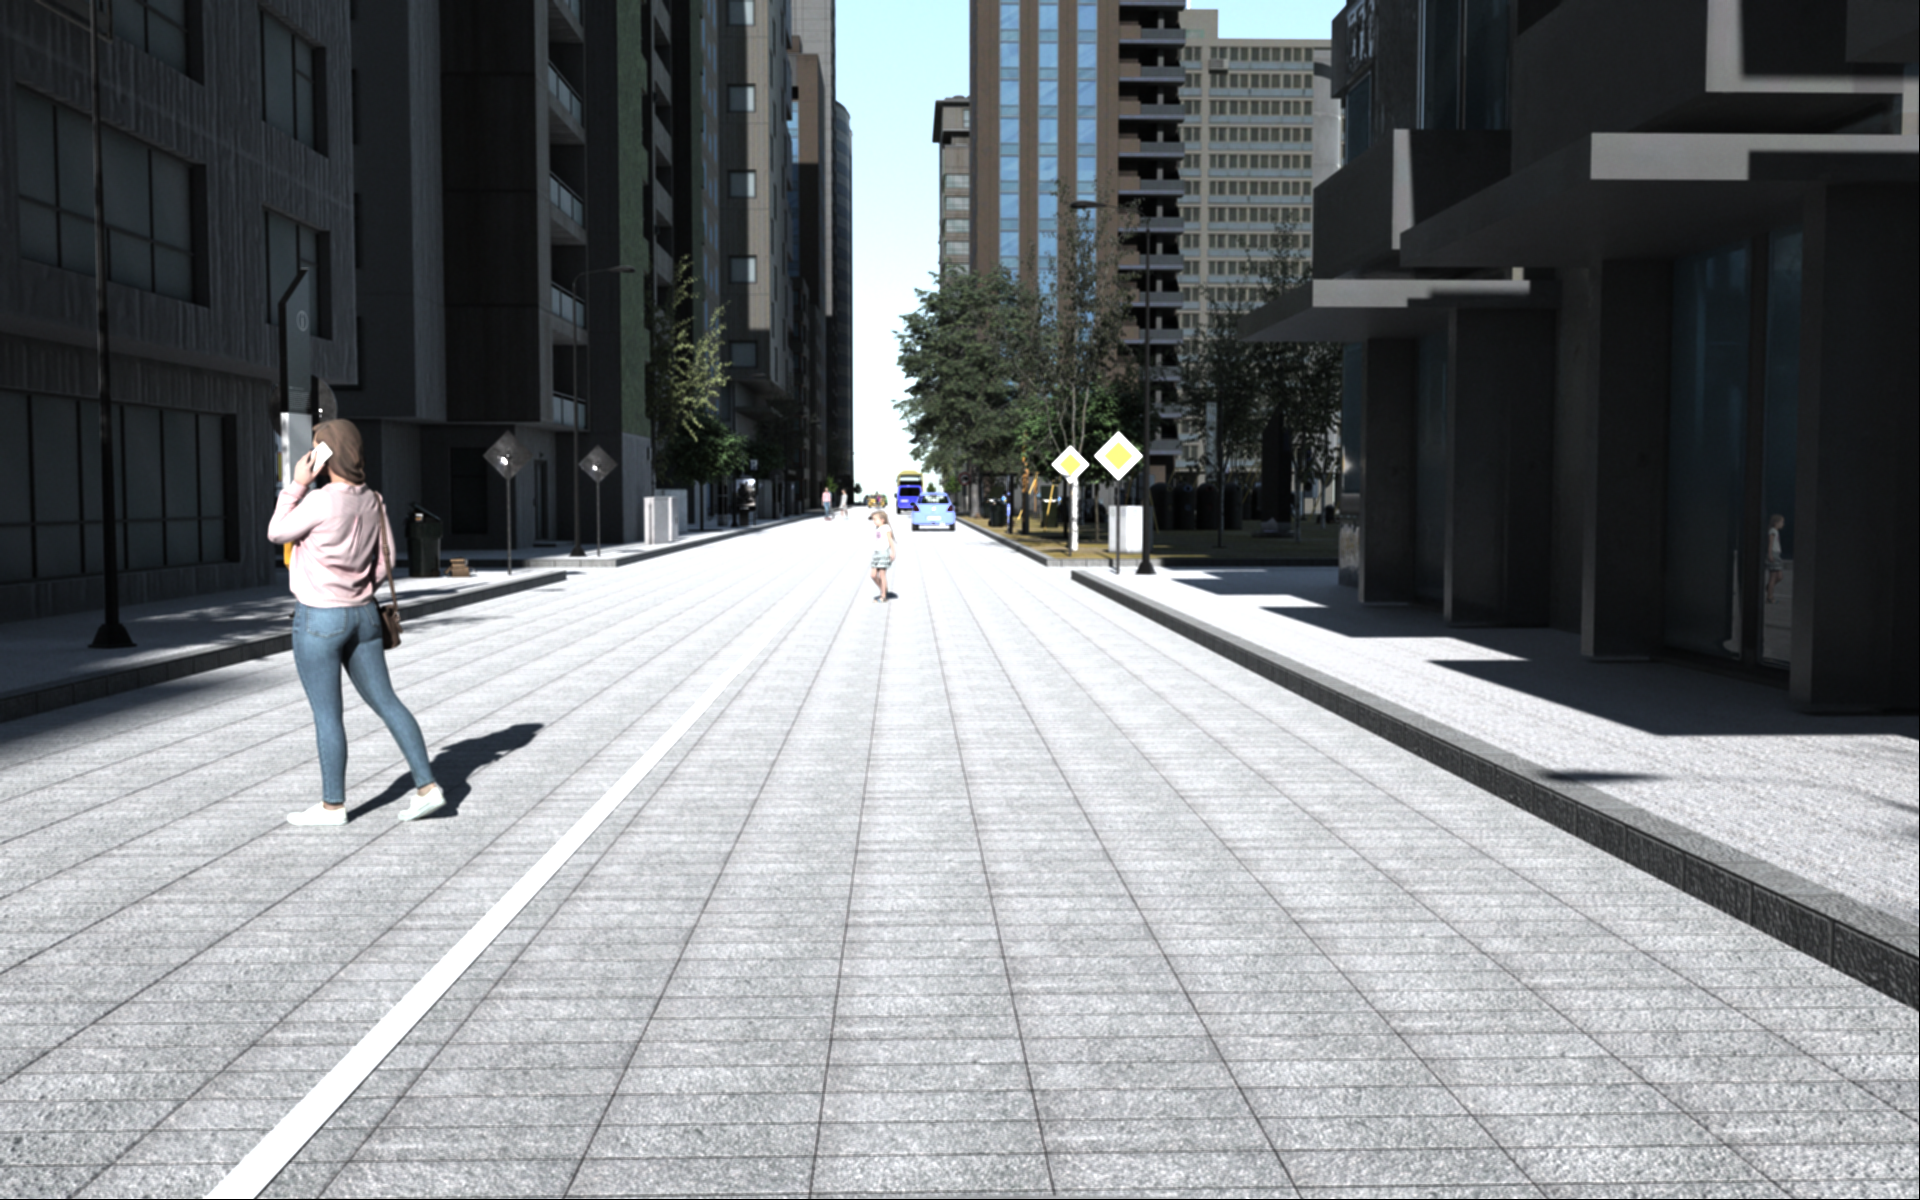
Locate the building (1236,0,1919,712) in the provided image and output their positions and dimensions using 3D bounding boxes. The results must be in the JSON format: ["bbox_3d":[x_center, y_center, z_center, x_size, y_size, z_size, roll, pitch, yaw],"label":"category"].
[{"bbox_3d":[15.319,-23.920,10.702,23.786,49.044,30.456,0,4,-2],"label":"building"}]

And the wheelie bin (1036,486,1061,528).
[{"bbox_3d":[3.359,-3.553,65.999,0.980,1.594,0.693,0,4,-4],"label":"wheelie bin"}]

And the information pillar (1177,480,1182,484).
[{"bbox_3d":[11.687,-5.345,91.877,0.304,2.012,0.304,0,4,5],"label":"information pillar"}]

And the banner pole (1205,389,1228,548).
[{"bbox_3d":[6.084,-3.139,41.345,0.401,3.779,0.863,3,5,43],"label":"banner pole"}]

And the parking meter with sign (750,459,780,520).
[{"bbox_3d":[-9.824,-5.583,87.539,0.543,3.016,1.738,2,4,35],"label":"parking meter with sign"}]

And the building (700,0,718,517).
[{"bbox_3d":[-20.667,-27.089,93.021,14.600,45.320,14.200,0,4,-2],"label":"building"}]

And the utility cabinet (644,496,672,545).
[{"bbox_3d":[-7.795,-2.036,44.447,0.306,1.237,1.020,1,4,11],"label":"utility cabinet"}]

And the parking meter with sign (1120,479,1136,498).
[{"bbox_3d":[9.753,-6.320,99.588,0.543,3.016,1.738,-2,4,-34],"label":"parking meter with sign"}]

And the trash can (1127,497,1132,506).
[{"bbox_3d":[8.839,-4.875,91.355,0.748,1.137,0.748,0,3,0],"label":"trash can"}]

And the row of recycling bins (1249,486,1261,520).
[{"bbox_3d":[13.640,-4.827,86.042,3.534,1.692,1.069,-1,4,-9],"label":"row of recycling bins"}]

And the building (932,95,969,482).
[{"bbox_3d":[10.938,-39.015,227.129,28.713,52.752,27.495,0,4,-2],"label":"building"}]

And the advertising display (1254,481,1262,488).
[{"bbox_3d":[15.465,-5.087,88.378,0.974,1.923,0.123,-1,4,-8],"label":"advertising display"}]

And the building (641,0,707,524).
[{"bbox_3d":[-18.385,-18.332,71.423,14.160,30.474,14.107,0,4,-2],"label":"building"}]

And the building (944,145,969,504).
[{"bbox_3d":[5.047,-31.942,205.843,14.154,41.232,14.086,0,4,-2],"label":"building"}]

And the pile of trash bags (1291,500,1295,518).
[{"bbox_3d":[16.230,-5.074,92.707,3.447,1.369,1.912,-2,4,-32],"label":"pile of trash bags"}]

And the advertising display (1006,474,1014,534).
[{"bbox_3d":[1.616,-3.102,55.932,0.123,1.923,0.974,0,4,-5],"label":"advertising display"}]

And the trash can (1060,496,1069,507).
[{"bbox_3d":[6.521,-5.921,108.457,0.748,1.137,0.748,0,3,0],"label":"trash can"}]

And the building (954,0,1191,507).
[{"bbox_3d":[10.978,-52.371,168.931,22.319,86.520,31.000,0,4,-2],"label":"building"}]

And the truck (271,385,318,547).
[{"bbox_3d":[-17.519,-2.562,30.807,11.283,4.237,2.839,0,4,-4],"label":"truck"}]

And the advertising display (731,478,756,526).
[{"bbox_3d":[-8.664,-3.927,69.416,0.974,1.923,0.123,-1,4,-13],"label":"advertising display"}]

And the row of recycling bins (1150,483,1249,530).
[{"bbox_3d":[8.454,-3.377,62.334,3.534,1.692,1.069,-1,4,-16],"label":"row of recycling bins"}]

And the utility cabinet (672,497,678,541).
[{"bbox_3d":[-7.974,-2.234,47.692,0.306,1.237,1.020,0,4,0],"label":"utility cabinet"}]

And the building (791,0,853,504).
[{"bbox_3d":[-24.448,-48.303,228.003,20.563,71.187,20.611,0,4,-2],"label":"building"}]

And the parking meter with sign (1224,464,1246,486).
[{"bbox_3d":[16.144,-6.344,99.988,1.738,3.016,0.543,2,4,32],"label":"parking meter with sign"}]

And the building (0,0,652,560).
[{"bbox_3d":[-15.666,-21.895,41.580,14.154,41.232,14.086,0,4,-2],"label":"building"}]

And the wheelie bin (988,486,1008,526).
[{"bbox_3d":[1.530,-3.747,69.175,0.980,1.594,0.693,3,4,36],"label":"wheelie bin"}]

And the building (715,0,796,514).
[{"bbox_3d":[-26.000,-32.633,122.793,28.713,52.752,27.495,0,4,-2],"label":"building"}]

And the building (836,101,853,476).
[{"bbox_3d":[-26.546,-43.468,252.701,21.231,58.520,28.212,0,4,-2],"label":"building"}]

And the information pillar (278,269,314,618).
[{"bbox_3d":[-6.833,-1.622,17.872,0.183,3.616,0.504,1,4,8],"label":"information pillar"}]

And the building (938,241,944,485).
[{"bbox_3d":[7.921,-36.746,255.419,22.147,44.769,28.867,0,4,-2],"label":"building"}]

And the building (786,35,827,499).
[{"bbox_3d":[-20.701,-32.020,173.635,14.600,45.320,14.200,0,4,-2],"label":"building"}]

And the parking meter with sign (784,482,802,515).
[{"bbox_3d":[-10.452,-6.674,105.382,1.738,3.016,0.543,2,4,26],"label":"parking meter with sign"}]

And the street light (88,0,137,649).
[{"bbox_3d":[-6.572,-2.558,14.368,1.470,5.913,1.316,0,4,-2],"label":"street light"}]

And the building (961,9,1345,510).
[{"bbox_3d":[16.391,-27.595,143.058,32.217,40.220,23.993,0,4,-2],"label":"building"}]

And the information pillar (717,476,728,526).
[{"bbox_3d":[-9.540,-3.980,69.566,0.304,2.012,0.304,2,4,30],"label":"information pillar"}]

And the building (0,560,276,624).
[{"bbox_3d":[-15.573,-20.572,19.952,14.086,41.232,14.154,0,4,-2],"label":"building"}]

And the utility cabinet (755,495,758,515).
[{"bbox_3d":[-13.050,-5.902,107.656,1.020,1.237,0.306,-2,4,-31],"label":"utility cabinet"}]

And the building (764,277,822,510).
[{"bbox_3d":[-26.739,-18.767,151.881,27.650,21.520,28.899,0,4,-2],"label":"building"}]

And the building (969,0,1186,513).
[{"bbox_3d":[7.820,-28.957,123.559,14.600,45.320,14.200,0,4,-2],"label":"building"}]

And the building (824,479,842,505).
[{"bbox_3d":[-30.466,-31.443,205.968,32.217,40.220,23.993,0,4,-2],"label":"building"}]
